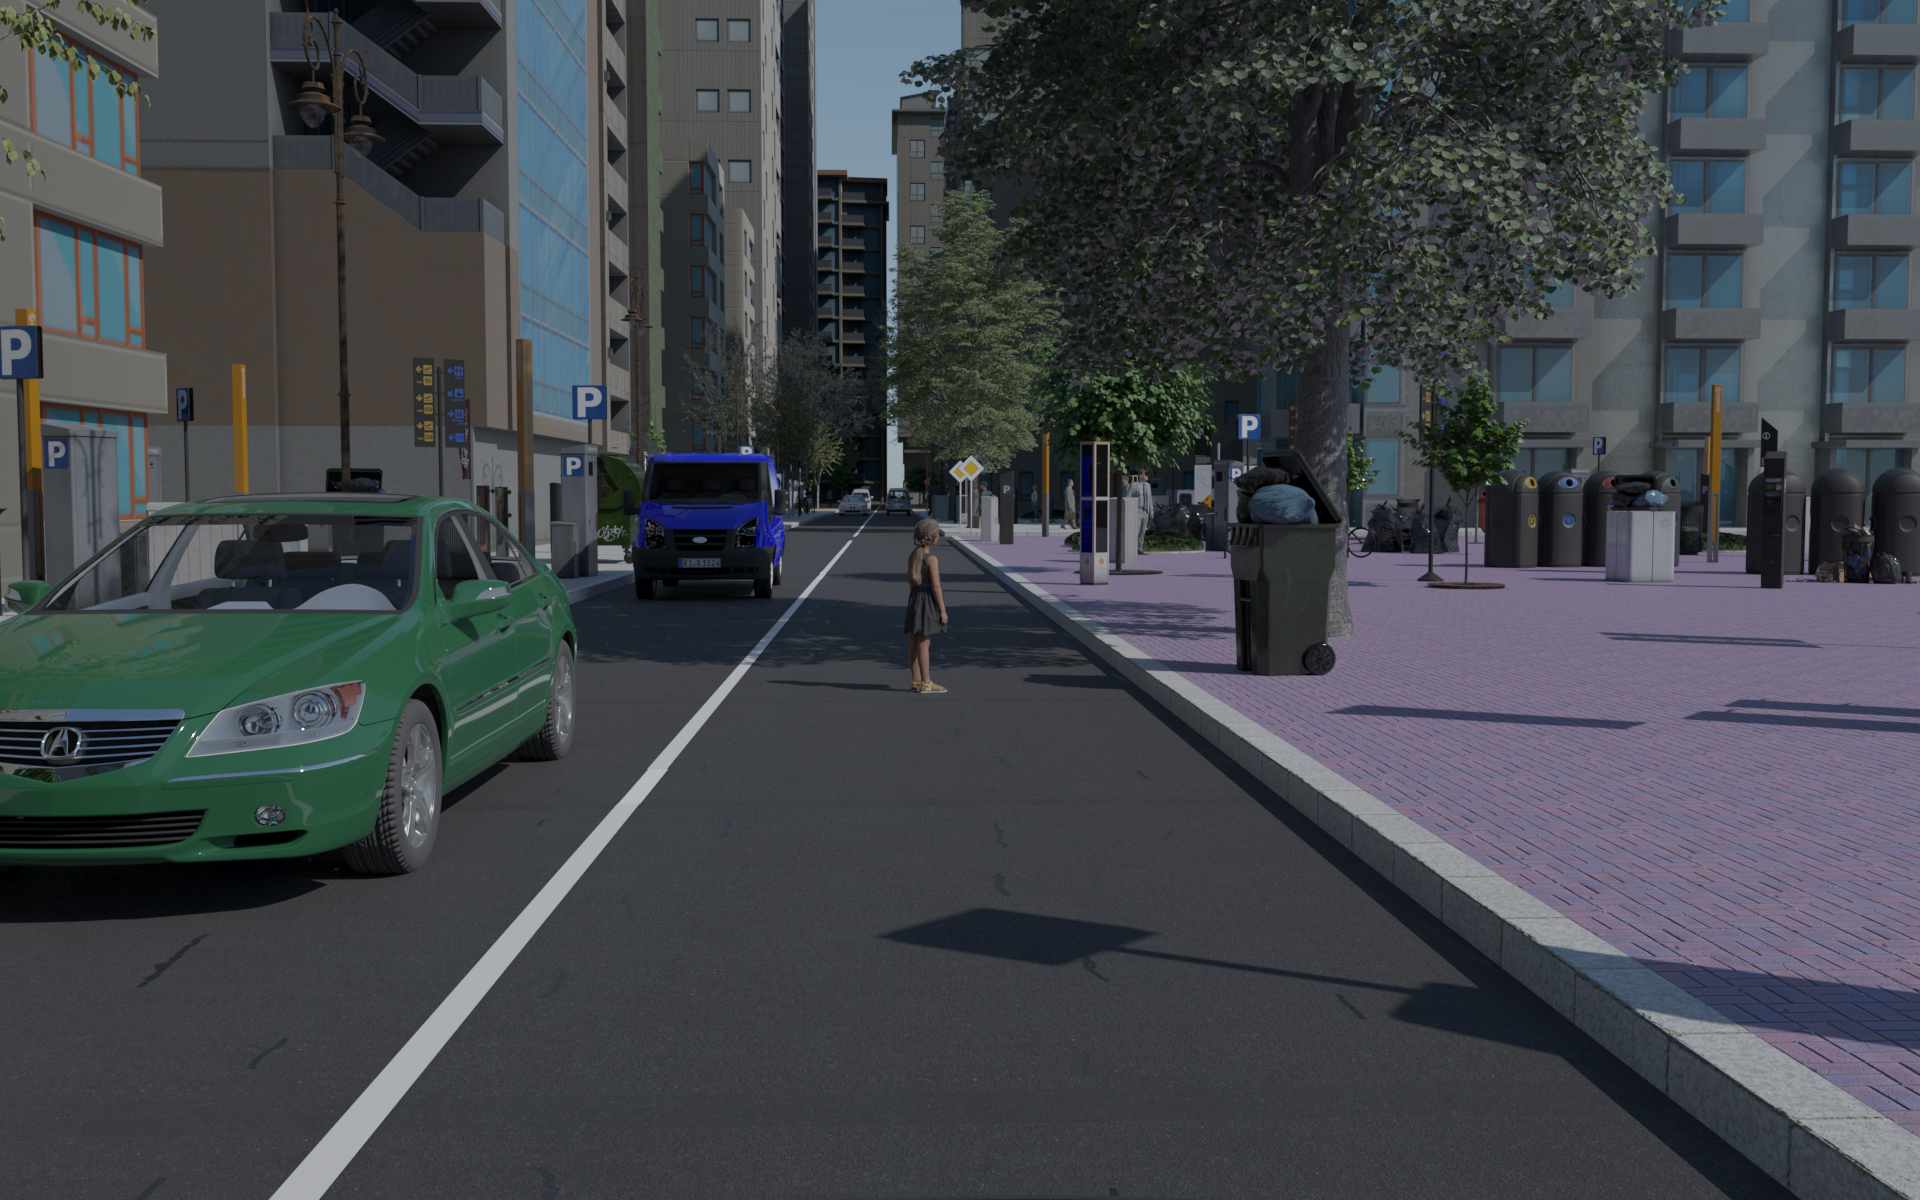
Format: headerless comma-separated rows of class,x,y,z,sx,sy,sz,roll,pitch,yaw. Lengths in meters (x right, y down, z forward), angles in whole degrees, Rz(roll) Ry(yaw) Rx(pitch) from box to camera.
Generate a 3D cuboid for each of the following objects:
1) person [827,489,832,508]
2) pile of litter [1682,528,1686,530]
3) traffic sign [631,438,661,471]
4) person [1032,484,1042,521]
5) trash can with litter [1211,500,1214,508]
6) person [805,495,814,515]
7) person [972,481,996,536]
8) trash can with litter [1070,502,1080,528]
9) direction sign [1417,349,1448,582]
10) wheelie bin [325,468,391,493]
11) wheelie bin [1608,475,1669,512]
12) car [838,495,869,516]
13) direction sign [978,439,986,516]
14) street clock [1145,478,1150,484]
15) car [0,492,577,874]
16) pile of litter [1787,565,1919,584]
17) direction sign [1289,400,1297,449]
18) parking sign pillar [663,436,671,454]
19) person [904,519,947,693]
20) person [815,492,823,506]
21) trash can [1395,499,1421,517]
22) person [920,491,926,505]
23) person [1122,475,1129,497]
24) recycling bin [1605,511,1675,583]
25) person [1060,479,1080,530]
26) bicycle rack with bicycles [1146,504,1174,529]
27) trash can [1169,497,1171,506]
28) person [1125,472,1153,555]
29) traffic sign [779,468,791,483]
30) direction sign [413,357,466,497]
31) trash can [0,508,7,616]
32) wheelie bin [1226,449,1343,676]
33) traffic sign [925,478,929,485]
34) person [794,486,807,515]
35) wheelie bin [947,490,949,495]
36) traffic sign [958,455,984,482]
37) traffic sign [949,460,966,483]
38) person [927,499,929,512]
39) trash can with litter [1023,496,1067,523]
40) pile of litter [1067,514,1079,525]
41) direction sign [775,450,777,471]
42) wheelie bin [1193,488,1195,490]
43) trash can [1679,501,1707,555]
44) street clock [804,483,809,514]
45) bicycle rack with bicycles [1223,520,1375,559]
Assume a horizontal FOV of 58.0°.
person,-12.093,-9.395,160.177,0.617,1.759,0.750,-2,4,-25
pile of litter,25.210,-2.894,61.288,1.719,0.858,1.176,-1,4,-9
traffic sign,-7.145,-2.396,39.278,0.768,2.556,0.104,0,4,7
person,3.660,-4.615,82.176,0.598,1.740,0.731,-1,4,-11
trash can with litter,11.056,-3.992,76.664,0.624,1.170,1.055,0,4,3
person,-9.405,-5.937,108.132,0.505,1.210,0.382,-1,4,-10
person,0.737,-2.781,53.958,0.794,1.824,0.713,-3,5,-45
trash can with litter,4.493,-3.259,64.675,0.624,1.170,1.055,-3,4,-39
direction sign,6.931,-2.044,25.411,0.379,3.537,0.876,3,5,39
wheelie bin,-7.365,-0.813,21.207,0.980,1.594,0.693,-2,4,-25
wheelie bin,11.015,-1.242,28.220,0.980,1.594,0.693,2,4,35
car,-7.087,-6.299,115.347,2.083,1.381,4.827,0,4,-2
direction sign,0.789,-4.841,71.147,0.379,3.537,0.876,3,4,39
street clock,7.727,-4.167,72.699,0.471,2.002,0.358,0,4,-6
car,-3.001,0.231,8.015,2.131,1.459,4.920,0,4,-2
pile of litter,13.040,-0.690,25.244,1.719,0.858,1.176,3,5,44
direction sign,8.357,-3.042,41.739,0.876,3.537,0.379,1,4,15
parking sign pillar,-13.605,-5.563,79.424,1.447,3.967,1.447,-2,4,-24
person,-0.242,0.036,12.585,0.373,1.253,0.362,-2,4,-30
person,-14.841,-10.689,180.896,1.350,1.814,0.705,3,5,42
trash can,13.058,-2.377,50.512,0.748,1.137,0.748,0,3,0
person,-4.187,-11.939,201.242,1.348,1.824,0.705,2,4,23
person,4.536,-2.561,48.011,0.767,1.812,0.694,0,4,-3
recycling bin,9.994,-0.789,25.461,0.722,1.027,0.722,0,4,-7
person,4.004,-3.456,62.648,0.767,1.812,0.694,0,4,3
bicycle rack with bicycles,6.991,-3.002,62.469,2.925,0.926,2.852,-3,4,-38
trash can,16.138,-7.264,130.419,0.748,1.137,0.748,0,3,0
person,3.791,-1.855,36.480,0.635,1.810,0.391,-3,5,-42
traffic sign,-9.068,-5.449,88.830,0.795,2.593,0.064,0,3,0
direction sign,-8.701,-2.265,29.026,0.876,3.537,0.379,-3,5,-39
trash can,-9.905,-0.343,17.260,0.748,1.137,0.748,0,3,0
wheelie bin,2.308,-0.276,12.420,0.693,1.594,0.980,-1,4,-12
traffic sign,-2.307,-8.122,132.899,0.768,2.556,0.104,0,4,-2
person,-9.922,-6.168,107.380,0.782,1.767,0.515,3,5,43
wheelie bin,-1.021,-7.696,133.733,0.980,1.594,0.693,1,4,15
traffic sign,0.354,-3.035,51.809,0.795,2.593,0.064,0,4,-2
traffic sign,0.032,-3.523,59.788,0.795,2.593,0.064,0,4,-2
person,-1.997,-7.226,124.469,0.850,1.792,0.678,0,4,5
trash can with litter,3.791,-4.101,78.112,1.678,1.210,2.233,-3,5,-43
pile of litter,5.301,-3.616,73.081,1.719,0.858,1.176,1,4,19
direction sign,-9.586,-6.017,90.373,0.379,3.537,0.876,0,4,-7
wheelie bin,10.811,-4.349,79.021,0.693,1.594,0.980,-1,4,-13
trash can,15.338,-1.521,36.527,0.748,1.137,0.748,0,3,0
street clock,-10.036,-6.652,113.330,0.358,2.002,0.471,-1,4,-18
bicycle rack with bicycles,6.488,-1.308,34.767,2.925,0.926,2.852,3,5,42
